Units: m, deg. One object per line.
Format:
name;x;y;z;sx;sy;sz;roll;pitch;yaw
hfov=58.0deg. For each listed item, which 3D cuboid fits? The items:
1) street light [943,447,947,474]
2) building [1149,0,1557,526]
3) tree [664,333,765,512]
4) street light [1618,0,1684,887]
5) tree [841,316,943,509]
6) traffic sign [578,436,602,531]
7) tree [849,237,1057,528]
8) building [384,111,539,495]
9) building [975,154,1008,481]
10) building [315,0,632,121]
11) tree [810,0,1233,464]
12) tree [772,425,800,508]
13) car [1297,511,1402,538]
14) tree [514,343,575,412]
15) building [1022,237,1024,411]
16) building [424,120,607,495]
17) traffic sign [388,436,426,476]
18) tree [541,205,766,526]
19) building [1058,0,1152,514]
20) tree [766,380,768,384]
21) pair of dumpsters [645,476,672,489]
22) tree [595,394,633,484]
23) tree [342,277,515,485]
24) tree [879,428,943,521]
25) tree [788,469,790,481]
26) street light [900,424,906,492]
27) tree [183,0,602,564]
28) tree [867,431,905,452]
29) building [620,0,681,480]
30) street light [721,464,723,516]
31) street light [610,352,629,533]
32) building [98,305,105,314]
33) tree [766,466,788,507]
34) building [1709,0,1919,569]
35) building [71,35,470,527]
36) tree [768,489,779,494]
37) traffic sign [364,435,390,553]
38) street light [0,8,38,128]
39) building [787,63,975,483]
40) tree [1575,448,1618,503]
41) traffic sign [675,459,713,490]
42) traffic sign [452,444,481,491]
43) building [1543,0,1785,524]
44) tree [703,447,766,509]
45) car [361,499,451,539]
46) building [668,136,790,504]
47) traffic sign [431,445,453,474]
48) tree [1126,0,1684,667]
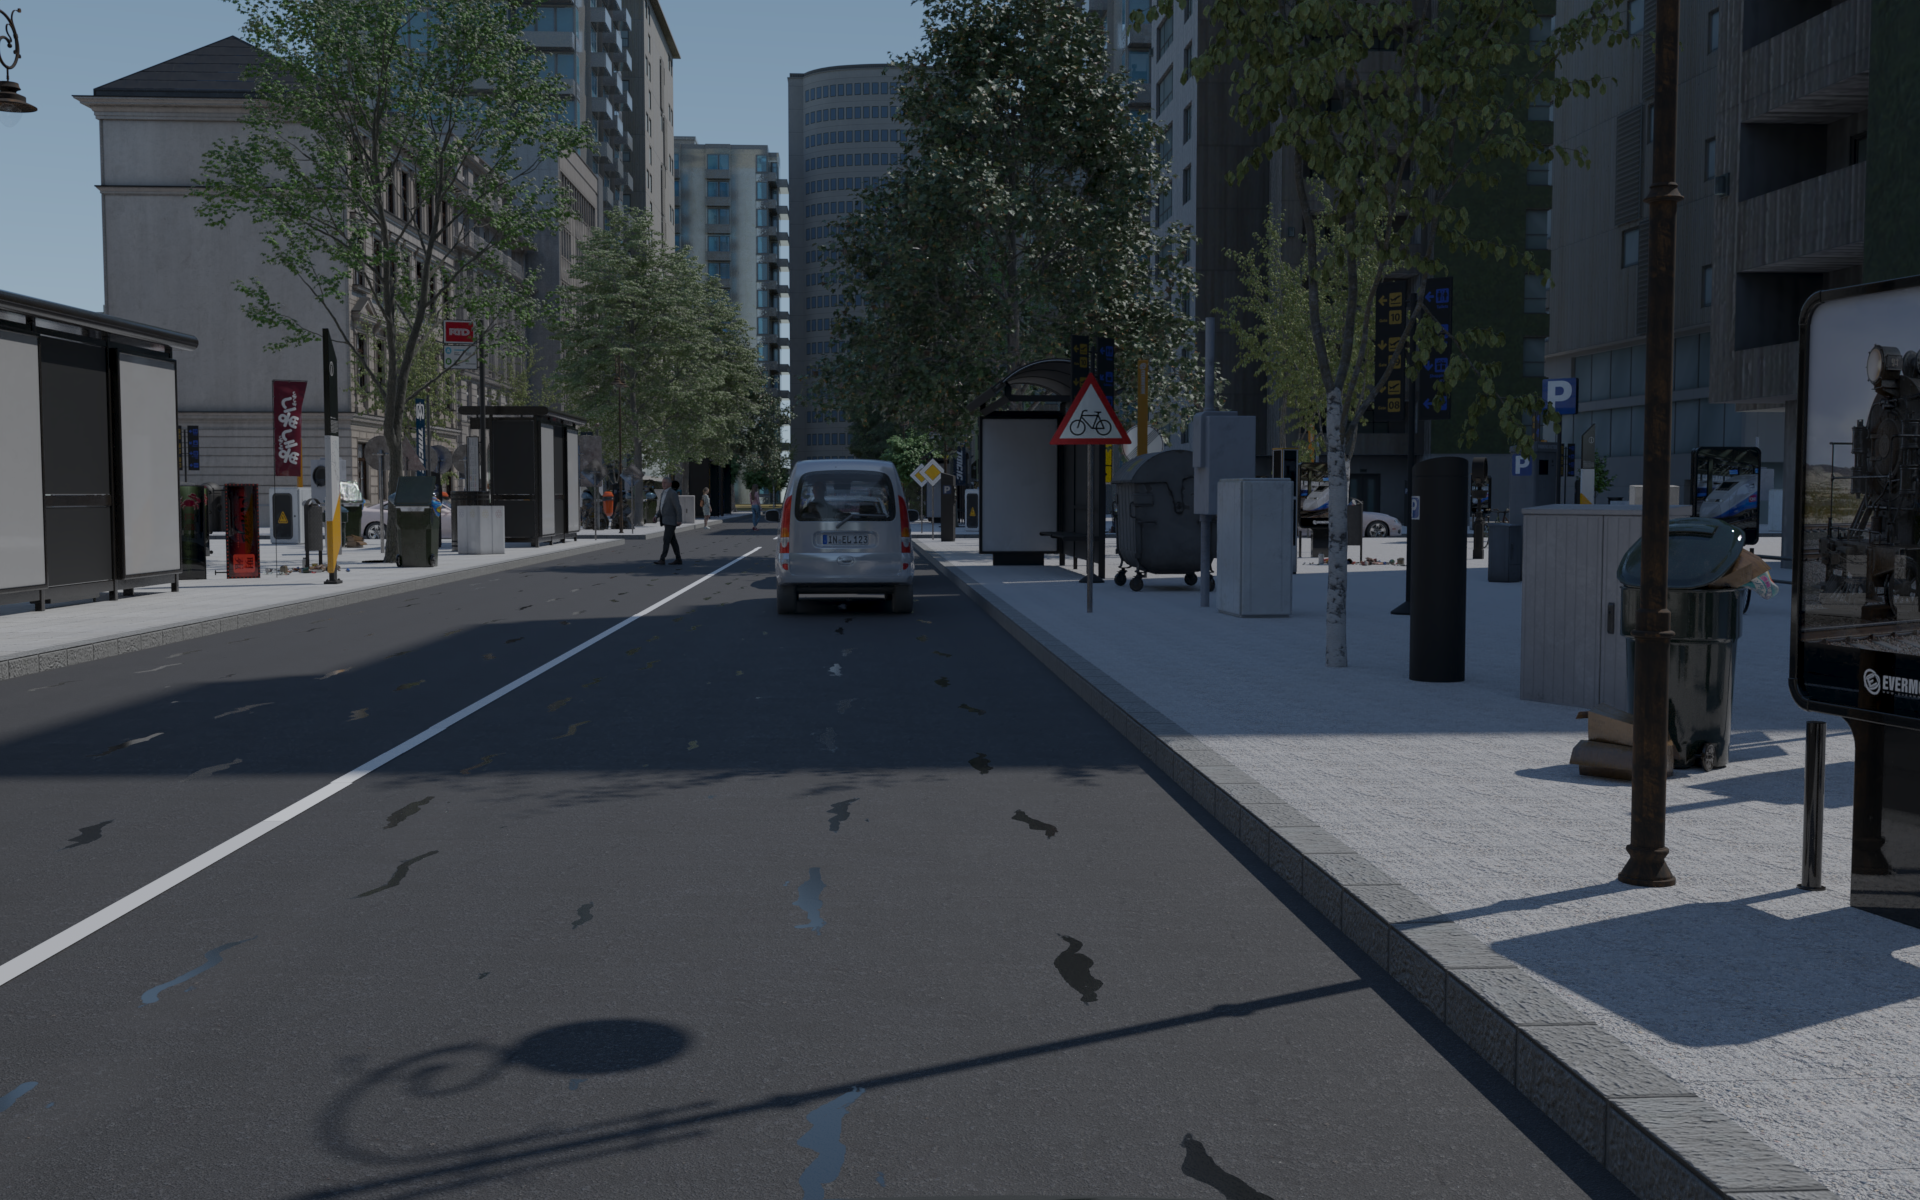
street light;-0.403;-4.587;47.791;0.468;5.910;1.993;0;4;-3
building;16.248;-18.563;75.206;14.107;30.474;14.160;0;4;-3
tree;-16.244;-12.566;122.455;9.611;12.733;9.660;0;3;0
street light;2.274;-2.004;5.555;0.468;5.910;1.993;0;4;-3
tree;-3.451;-12.332;108.287;9.857;13.997;8.962;0;3;0
traffic sign;-13.612;-4.072;60.458;2.265;3.308;0.079;0;4;5
tree;-0.159;-8.612;66.569;9.928;11.665;9.643;0;3;0
building;-32.617;-15.663;97.887;13.314;21.916;24.055;0;4;-3
building;8.537;-30.980;190.113;14.154;41.232;14.086;0;4;-3
building;-39.433;-32.088;144.247;23.786;49.044;30.456;0;4;-3
tree;1.118;-7.366;37.440;9.611;12.733;9.660;0;3;0
tree;-17.391;-13.050;163.735;4.737;8.622;4.395;0;3;0
car;11.075;-2.483;52.959;4.827;1.381;2.083;0;4;-3
tree;-20.775;-8.133;83.333;4.737;8.622;4.395;0;3;0
building;14.700;-52.226;166.563;22.319;86.520;31.000;0;4;-3
building;-32.070;-18.459;119.825;12.078;24.808;19.932;0;4;-3
traffic sign;-12.490;-2.389;39.065;0.884;2.594;0.081;0;4;1
tree;-13.246;-9.229;69.028;7.486;12.596;7.792;0;3;0
building;18.617;-30.422;117.003;23.786;49.044;30.456;0;4;-3
tree;-12.910;-10.139;83.900;7.486;12.596;7.792;0;3;0
pair of dumpsters;-16.255;-5.535;92.995;1.574;2.255;4.437;0;4;-3
tree;-22.483;-9.927;112.674;4.360;8.622;3.978;0;3;0
tree;-18.070;-6.542;57.324;4.737;8.622;4.395;0;3;0
tree;-2.288;-6.098;83.411;4.285;4.588;4.351;0;3;0
tree;-18.161;-11.424;170.494;4.285;4.588;4.351;0;3;0
street light;-2.898;-7.113;89.084;0.468;5.910;1.993;0;4;-3
tree;-10.437;-6.494;31.934;9.928;11.665;9.643;0;3;0
tree;-6.087;-12.340;152.124;4.360;8.622;3.978;0;3;0
building;-43.919;-36.084;179.218;27.495;52.752;28.713;0;4;-3
street light;-13.618;-7.718;98.970;0.468;5.910;1.993;0;4;-3
street light;-11.098;-5.125;56.575;0.468;5.910;1.993;0;4;-3
building;-72.815;-20.419;178.894;28.899;21.520;27.650;0;4;-3
tree;-17.971;-10.309;152.262;4.285;4.588;4.351;0;3;0
building;19.674;-15.578;26.404;14.160;30.474;14.107;0;4;-3
building;-28.727;-12.895;75.453;10.561;19.102;19.286;0;4;-3
tree;-19.426;-11.335;179.927;1.663;3.219;1.824;0;3;0
traffic sign;-12.562;-2.293;37.602;0.768;2.556;0.104;0;4;4
street light;-8.639;-2.595;15.215;0.468;5.910;1.993;0;4;-3
building;-8.972;-42.395;235.158;28.212;58.520;21.231;0;4;-3
tree;26.432;-4.716;71.705;1.663;3.219;1.824;0;3;0
traffic sign;-15.608;-6.599;101.769;2.265;3.308;0.079;0;4;-3
traffic sign;-12.608;-2.701;44.274;0.768;2.556;0.104;0;4;6
building;44.572;-30.213;83.228;27.495;52.752;28.713;0;4;-3
tree;-15.748;-7.868;112.350;4.285;4.588;4.351;0;3;0
car;-15.493;-2.349;50.762;4.827;1.381;2.083;0;4;-3
building;-38.363;-37.599;234.351;30.456;49.044;23.786;0;4;-3
traffic sign;-13.552;-2.744;44.963;0.768;2.556;0.104;0;4;-1
tree;2.875;-3.795;12.408;4.737;8.622;4.395;0;3;0
